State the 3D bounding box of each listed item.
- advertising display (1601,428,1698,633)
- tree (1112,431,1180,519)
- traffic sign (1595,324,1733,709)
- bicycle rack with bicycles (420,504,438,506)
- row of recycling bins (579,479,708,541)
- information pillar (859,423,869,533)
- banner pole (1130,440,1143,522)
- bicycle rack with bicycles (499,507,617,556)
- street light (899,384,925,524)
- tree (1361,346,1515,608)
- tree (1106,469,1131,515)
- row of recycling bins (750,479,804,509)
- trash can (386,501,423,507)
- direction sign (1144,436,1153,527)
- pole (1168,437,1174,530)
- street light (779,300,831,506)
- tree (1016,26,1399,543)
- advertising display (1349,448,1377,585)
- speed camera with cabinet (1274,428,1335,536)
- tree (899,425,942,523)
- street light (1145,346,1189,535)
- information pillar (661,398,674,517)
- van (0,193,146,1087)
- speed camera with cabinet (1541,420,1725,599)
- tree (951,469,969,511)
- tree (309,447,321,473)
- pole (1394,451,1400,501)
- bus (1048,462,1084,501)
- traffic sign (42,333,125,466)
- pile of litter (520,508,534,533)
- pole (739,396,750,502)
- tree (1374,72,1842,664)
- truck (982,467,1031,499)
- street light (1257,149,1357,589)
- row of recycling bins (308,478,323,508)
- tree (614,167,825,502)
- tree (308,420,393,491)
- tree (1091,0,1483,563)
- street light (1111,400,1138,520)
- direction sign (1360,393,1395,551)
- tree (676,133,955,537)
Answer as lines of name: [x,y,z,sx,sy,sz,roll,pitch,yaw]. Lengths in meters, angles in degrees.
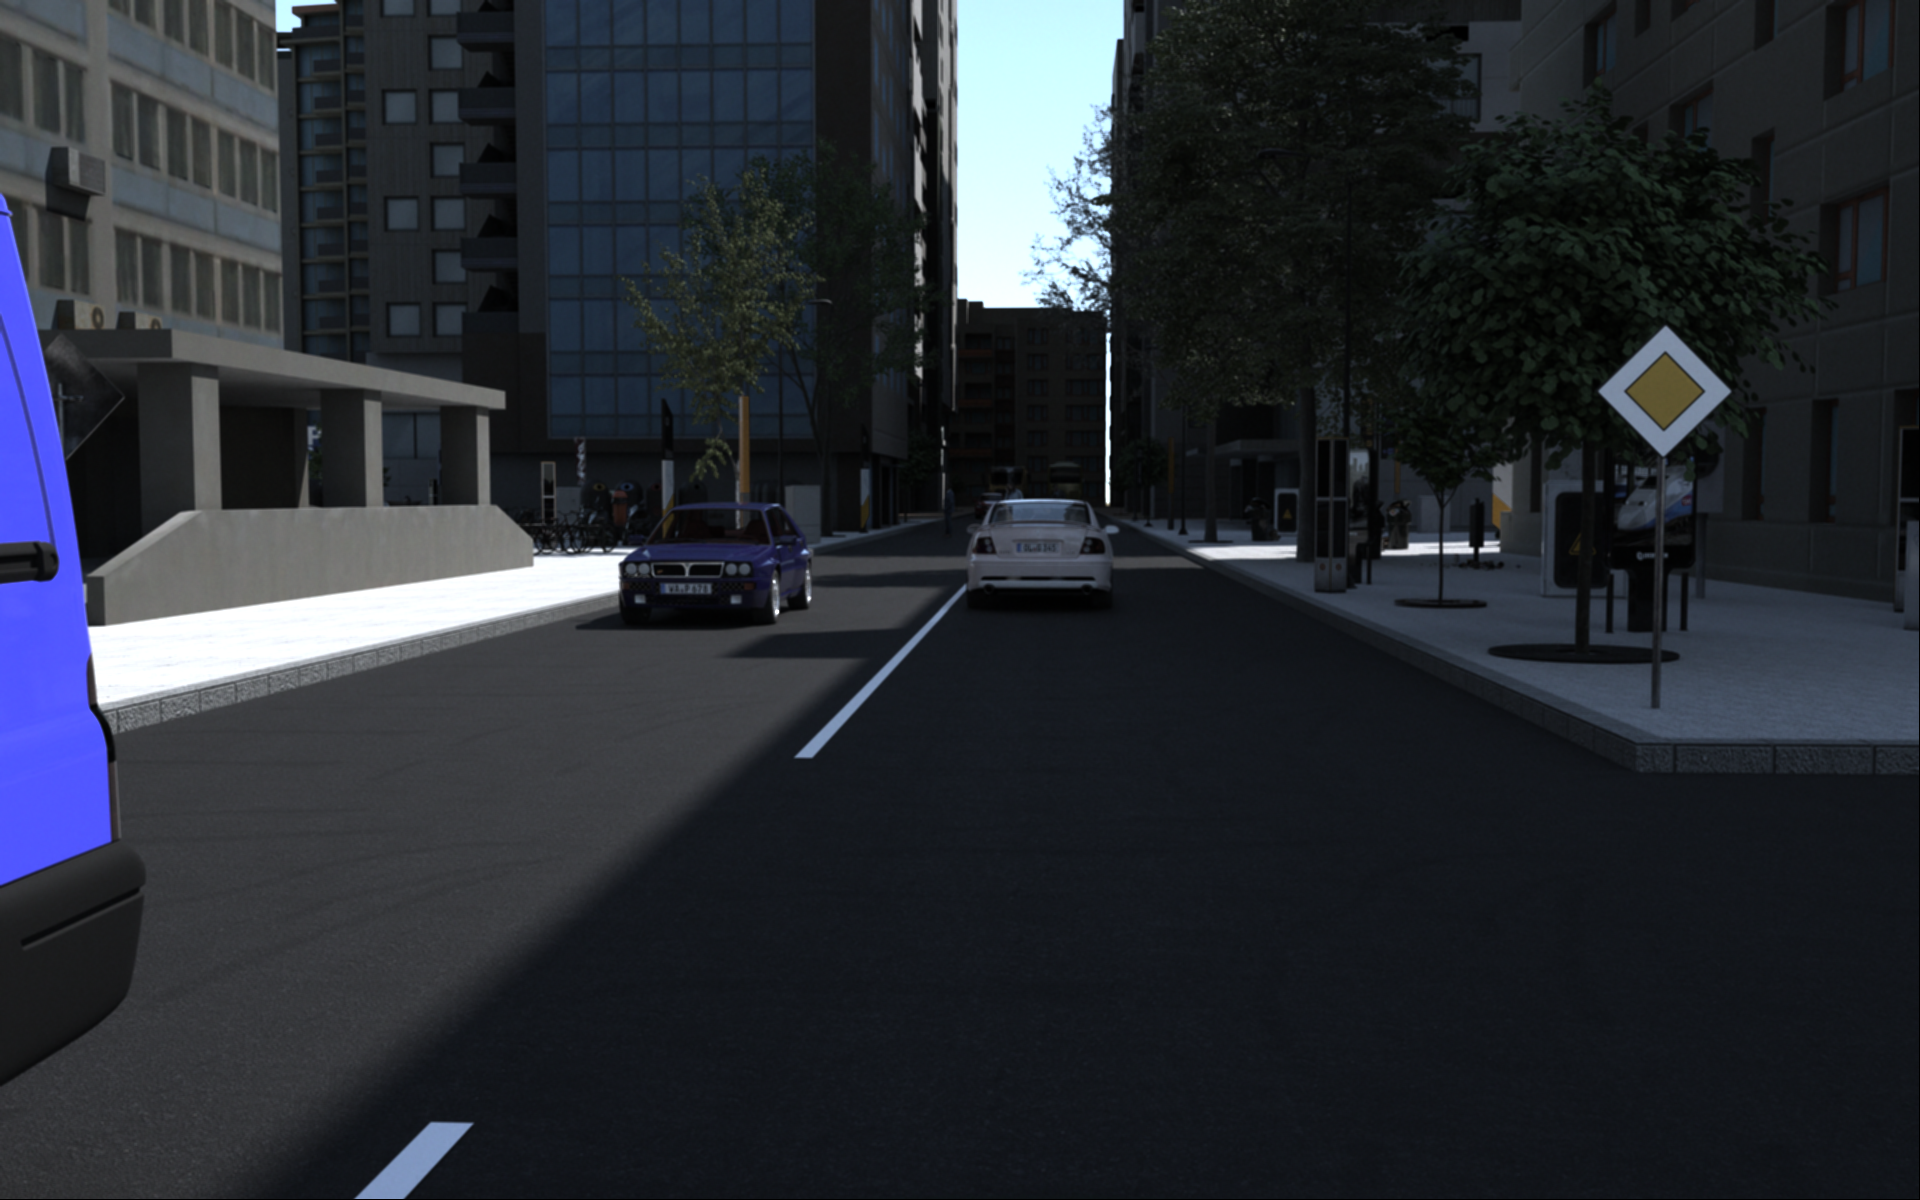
advertising display: [6.407,-0.666,16.095,0.974,1.923,0.123,-1,4,-19]
tree: [9.391,-6.396,88.289,4.285,4.588,4.351,0,3,0]
traffic sign: [4.161,-0.408,10.307,0.795,2.450,0.064,0,4,3]
bicycle rack with bicycles: [-20.143,-3.053,63.295,2.852,0.926,2.925,1,4,10]
row of recycling bins: [-8.729,-2.488,47.784,3.534,1.692,1.069,0,4,-3]
information pillar: [-3.133,-4.013,56.969,0.183,3.616,0.504,1,4,22]
banner pole: [8.271,-5.542,80.627,0.401,3.779,0.863,3,5,42]
bicycle rack with bicycles: [-8.750,-1.481,37.598,2.925,0.926,2.852,-3,5,-42]
street light: [-2.151,-6.142,72.955,1.470,5.913,1.316,0,4,3]
tree: [5.646,-1.539,19.764,1.663,3.219,1.824,0,3,0]
tree: [9.824,-6.869,106.907,1.663,3.219,1.824,0,3,0]
row of recycling bins: [-5.261,-2.583,49.342,1.069,1.692,3.534,-2,4,-24]
trash can: [-11.718,-1.523,36.554,0.748,1.137,0.748,0,3,0]
direction sign: [7.447,-4.673,68.401,0.379,3.537,0.876,0,4,1]
pole: [7.567,-4.174,62.085,0.158,3.312,0.155,0,3,0]
street light: [-3.773,-4.224,41.606,1.470,5.913,1.316,0,4,3]
tree: [6.583,-8.265,45.505,12.009,13.543,11.850,0,3,0]
advertising display: [5.635,-1.204,24.892,0.123,1.923,0.974,-1,4,-22]
speed camera with cabinet: [10.531,-3.544,52.284,2.038,3.252,0.660,3,4,37]
tree: [-3.189,-6.180,84.761,4.285,4.588,4.351,0,3,0]
street light: [6.485,-5.005,54.373,1.470,5.913,1.316,0,4,3]
information pillar: [-7.184,-3.131,42.546,0.183,3.616,0.504,1,4,16]
van: [-2.683,0.209,0.973,2.240,2.365,5.245,0,4,1]
speed camera with cabinet: [8.248,-1.647,21.266,2.038,3.252,0.660,1,4,17]
tree: [-0.349,-8.324,130.706,1.663,3.219,1.824,0,3,0]
tree: [-31.115,-6.253,85.952,4.285,4.588,4.351,0,3,0]
pole: [14.482,-3.885,57.368,0.158,3.312,0.155,0,3,0]
bus: [8.028,-8.574,131.732,2.896,3.916,12.252,0,4,4]
traffic sign: [-5.617,-0.441,10.860,0.795,2.450,0.064,0,4,3]
pile of litter: [-13.834,-2.473,54.407,1.176,0.858,1.719,-1,4,-19]
pole: [-4.501,-2.589,36.173,0.158,3.312,0.155,0,3,0]
tree: [4.949,-1.825,13.555,4.285,4.588,4.351,0,3,0]
truck: [3.522,-7.909,125.232,3.469,3.379,9.791,0,4,4]
street light: [4.692,-3.113,23.441,1.470,5.913,1.316,0,4,3]
row of recycling bins: [-16.349,-2.173,42.643,3.534,1.692,1.069,1,4,14]
tree: [-5.173,-5.393,38.535,4.737,8.622,4.395,0,3,0]
tree: [-14.025,-2.733,39.293,1.663,3.219,1.824,0,3,0]
tree: [6.162,-6.977,32.207,7.486,12.596,7.792,0,3,0]
street light: [8.108,-6.897,85.314,1.470,5.913,1.316,0,4,3]
direction sign: [9.363,-2.867,38.865,0.876,3.537,0.379,3,5,44]
tree: [-4.148,-7.689,51.476,9.928,11.665,9.643,0,3,0]
